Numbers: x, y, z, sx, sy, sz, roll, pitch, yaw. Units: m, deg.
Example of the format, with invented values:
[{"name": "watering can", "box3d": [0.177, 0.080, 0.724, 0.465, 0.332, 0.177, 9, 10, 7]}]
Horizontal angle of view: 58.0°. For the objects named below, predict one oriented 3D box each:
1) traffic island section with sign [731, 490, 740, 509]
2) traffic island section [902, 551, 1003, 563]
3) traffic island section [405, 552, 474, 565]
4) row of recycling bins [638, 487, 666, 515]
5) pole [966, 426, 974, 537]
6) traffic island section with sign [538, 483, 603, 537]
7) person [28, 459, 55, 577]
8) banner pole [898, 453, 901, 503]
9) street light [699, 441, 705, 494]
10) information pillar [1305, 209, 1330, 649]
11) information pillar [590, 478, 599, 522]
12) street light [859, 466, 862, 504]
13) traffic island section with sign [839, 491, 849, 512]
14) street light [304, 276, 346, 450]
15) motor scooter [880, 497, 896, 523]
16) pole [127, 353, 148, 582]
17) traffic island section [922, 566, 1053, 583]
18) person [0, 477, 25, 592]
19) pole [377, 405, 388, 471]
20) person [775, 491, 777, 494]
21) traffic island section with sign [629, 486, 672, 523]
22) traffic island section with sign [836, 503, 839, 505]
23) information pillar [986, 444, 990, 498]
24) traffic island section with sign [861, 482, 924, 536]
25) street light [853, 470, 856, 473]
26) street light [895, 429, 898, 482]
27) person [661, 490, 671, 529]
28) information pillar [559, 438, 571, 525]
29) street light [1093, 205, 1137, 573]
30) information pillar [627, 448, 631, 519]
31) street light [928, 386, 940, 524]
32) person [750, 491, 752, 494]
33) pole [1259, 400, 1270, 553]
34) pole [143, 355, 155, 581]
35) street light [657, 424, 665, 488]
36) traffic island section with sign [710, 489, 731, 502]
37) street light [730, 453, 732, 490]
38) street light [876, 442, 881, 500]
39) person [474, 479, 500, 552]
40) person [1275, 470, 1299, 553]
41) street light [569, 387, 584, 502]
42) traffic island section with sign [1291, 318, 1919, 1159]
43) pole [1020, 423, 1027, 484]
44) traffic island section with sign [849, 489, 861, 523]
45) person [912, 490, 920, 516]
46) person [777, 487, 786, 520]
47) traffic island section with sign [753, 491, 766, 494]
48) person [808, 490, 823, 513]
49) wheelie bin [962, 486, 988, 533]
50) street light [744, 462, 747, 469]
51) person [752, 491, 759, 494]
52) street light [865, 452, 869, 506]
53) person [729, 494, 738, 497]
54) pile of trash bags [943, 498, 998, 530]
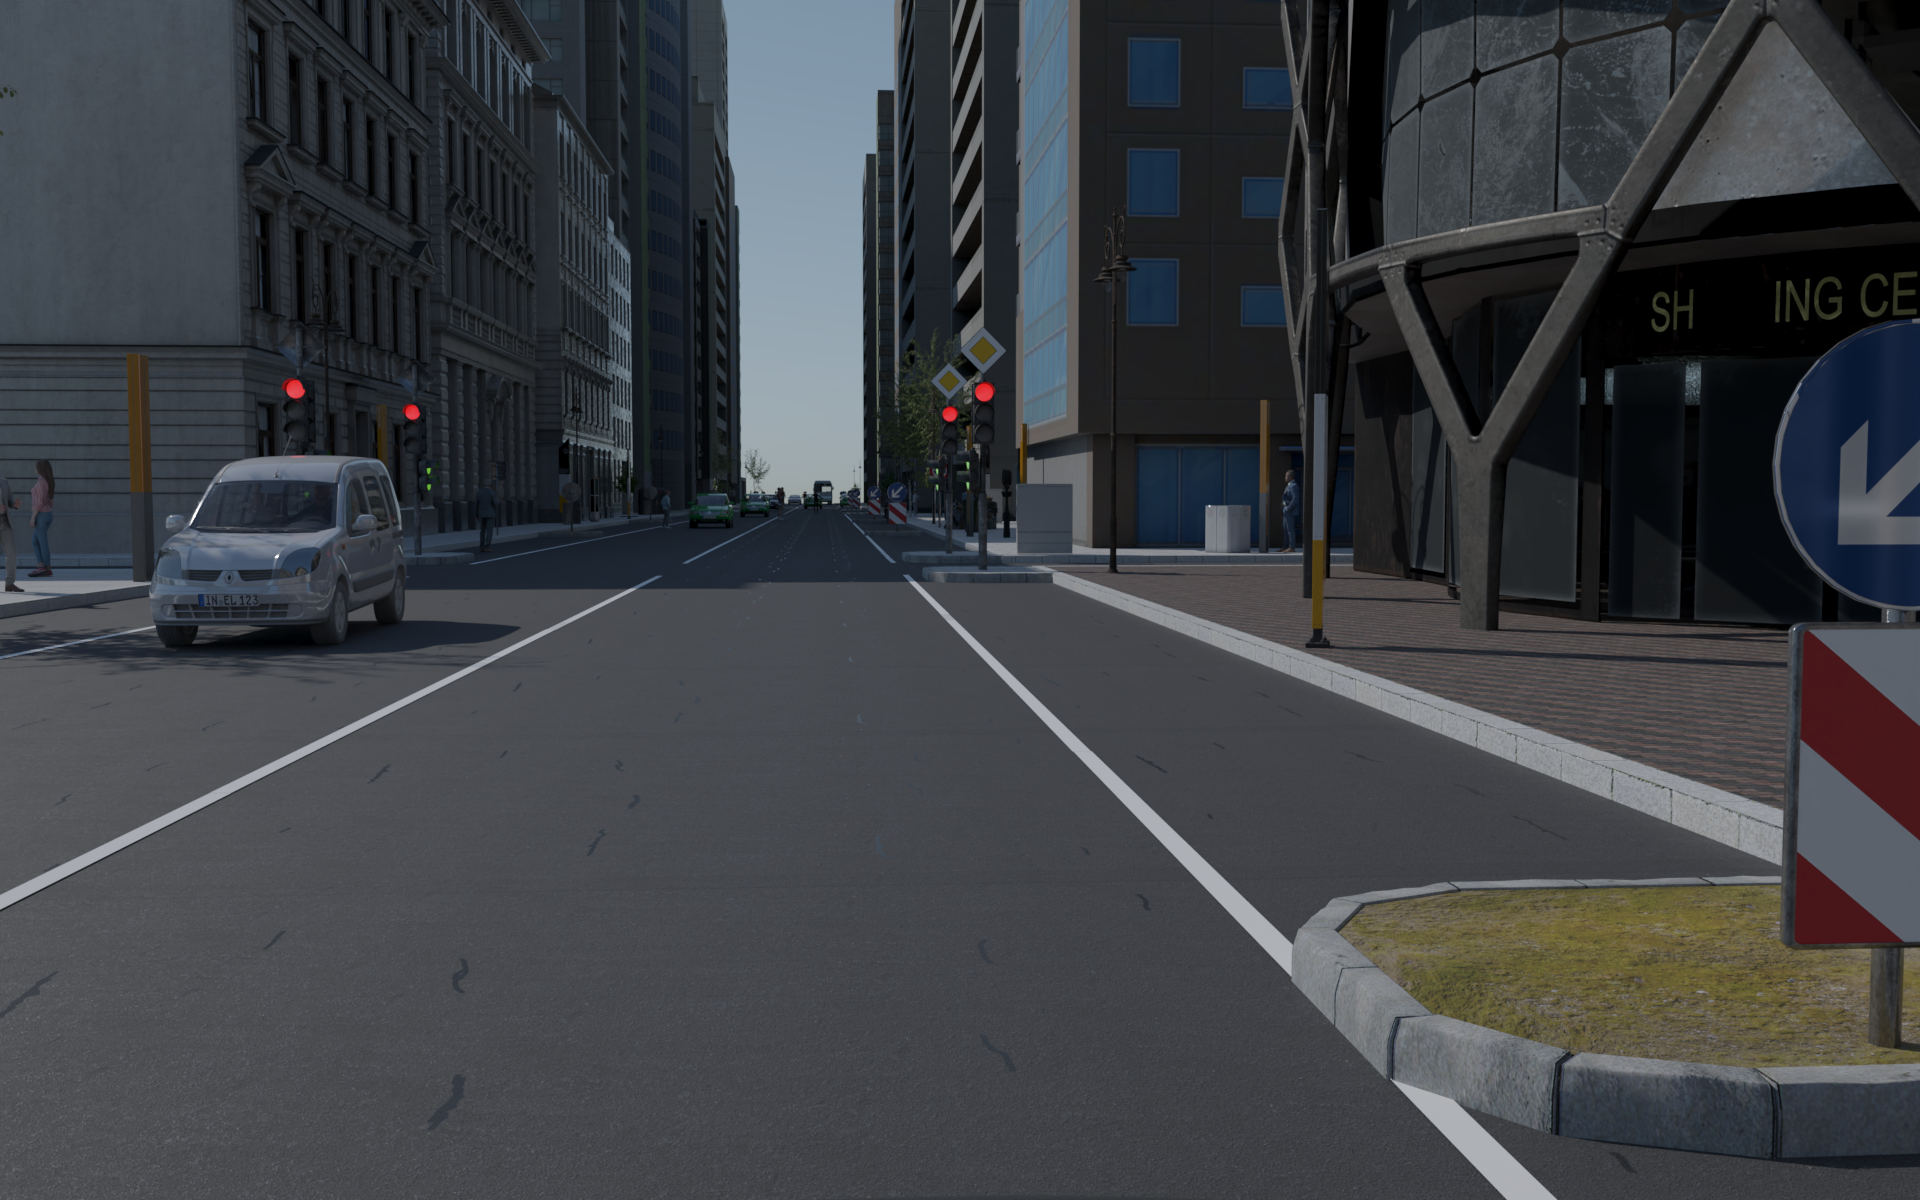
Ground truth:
[{"name": "traffic island section with sign", "box3d": [-21.325, -9.444, 163.044, 1.989, 1.847, 2.006, 0, 4, -4]}, {"name": "traffic island section", "box3d": [-0.214, -0.920, 37.317, 2.009, 0.180, 2.903, 0, 4, -4]}, {"name": "traffic island section", "box3d": [-11.422, -0.867, 36.448, 2.009, 0.180, 2.903, 0, 4, -4]}, {"name": "row of recycling bins", "box3d": [-19.206, -6.161, 107.839, 1.069, 1.692, 3.534, 1, 4, 9]}, {"name": "pole", "box3d": [0.301, -3.558, 52.009, 0.158, 3.312, 0.155, 0, 3, 0]}, {"name": "traffic island section with sign", "box3d": [-13.179, -3.067, 58.767, 1.989, 1.847, 2.006, 0, 4, -4]}, {"name": "person", "box3d": [-14.217, -1.271, 26.830, 0.388, 1.821, 0.555, -1, 4, -16]}, {"name": "banner pole", "box3d": [-3.634, -6.921, 103.176, 0.401, 3.779, 0.863, -1, 4, -13]}, {"name": "street light", "box3d": [-22.412, -10.855, 150.268, 0.468, 5.910, 1.993, 0, 4, -4]}, {"name": "information pillar", "box3d": [3.028, -1.417, 14.529, 0.183, 3.616, 0.504, 1, 4, 15]}, {"name": "information pillar", "box3d": [-16.880, -4.617, 79.981, 0.304, 2.012, 0.304, 2, 4, 28]}, {"name": "street light", "box3d": [-13.411, -15.894, 232.650, 0.468, 5.910, 1.993, 0, 4, -4]}, {"name": "traffic island section with sign", "box3d": [-8.309, -7.825, 136.566, 1.989, 1.847, 2.006, 0, 4, -4]}, {"name": "street light", "box3d": [-13.459, -3.919, 36.862, 0.468, 5.910, 1.993, 0, 4, -4]}, {"name": "motor scooter", "box3d": [-3.473, -4.387, 84.500, 0.815, 1.314, 1.986, 0, 4, -3]}, {"name": "pole", "box3d": [-12.013, -1.921, 25.250, 0.158, 3.312, 0.155, 0, 3, 0]}, {"name": "traffic island section", "box3d": [0.408, -0.433, 29.356, 2.009, 0.180, 2.903, 0, 4, -4]}, {"name": "person", "box3d": [-12.520, -0.998, 22.558, 0.583, 1.804, 0.606, 1, 4, 21]}, {"name": "pole", "box3d": [-13.209, -2.802, 39.658, 0.158, 3.312, 0.155, 0, 3, 0]}, {"name": "person", "box3d": [-18.127, -9.817, 169.826, 1.217, 1.723, 0.721, 2, 4, 30]}, {"name": "traffic island section with sign", "box3d": [-15.274, -4.710, 85.641, 1.989, 1.847, 2.006, 0, 4, -4]}, {"name": "traffic island section with sign", "box3d": [-10.458, -9.498, 163.916, 1.989, 1.847, 2.006, 0, 4, -4]}, {"name": "information pillar", "box3d": [1.117, -4.964, 72.509, 0.183, 3.616, 0.504, 1, 4, 22]}, {"name": "traffic island section with sign", "box3d": [-2.302, -3.130, 59.807, 1.989, 1.847, 2.006, 0, 4, -4]}, {"name": "street light", "box3d": [-16.538, -18.225, 270.763, 0.468, 5.910, 1.993, 0, 4, -4]}, {"name": "street light", "box3d": [-4.074, -8.493, 111.643, 0.468, 5.910, 1.993, 0, 4, -4]}, {"name": "person", "box3d": [-12.182, -3.771, 71.959, 0.330, 1.601, 0.589, -2, 4, -34]}, {"name": "information pillar", "box3d": [-16.548, -4.966, 72.552, 0.504, 3.616, 0.183, 1, 4, 16]}, {"name": "street light", "box3d": [2.498, -3.382, 28.085, 0.468, 5.910, 1.993, 0, 4, -4]}, {"name": "information pillar", "box3d": [-17.032, -5.977, 89.070, 0.183, 3.616, 0.504, 0, 4, -4]}, {"name": "street light", "box3d": [-1.123, -6.192, 74.030, 0.468, 5.910, 1.993, 0, 4, -4]}, {"name": "person", "box3d": [-31.423, -15.562, 260.617, 0.705, 1.807, 1.348, 0, 4, 6]}, {"name": "pole", "box3d": [6.630, -2.682, 37.693, 0.158, 3.312, 0.155, 0, 3, 0]}, {"name": "pole", "box3d": [-12.012, -1.935, 25.483, 0.158, 3.312, 0.155, 0, 3, 0]}, {"name": "street light", "box3d": [-19.447, -8.565, 112.832, 0.468, 5.910, 1.993, 0, 4, -4]}, {"name": "traffic island section with sign", "box3d": [-19.157, -7.743, 135.219, 1.989, 1.847, 2.006, 0, 4, -4]}, {"name": "street light", "box3d": [-25.930, -13.647, 195.912, 0.468, 5.910, 1.993, 0, 4, -4]}, {"name": "street light", "box3d": [-7.052, -10.869, 150.495, 0.468, 5.910, 1.993, 0, 4, -4]}, {"name": "person", "box3d": [-11.688, -2.095, 42.934, 0.661, 1.801, 0.590, 1, 4, 12]}, {"name": "person", "box3d": [7.219, -1.938, 37.906, 0.419, 1.800, 0.721, 0, 4, -7]}, {"name": "street light", "box3d": [-16.490, -6.227, 74.592, 0.468, 5.910, 1.993, 0, 4, -4]}, {"name": "traffic island section with sign", "box3d": [2.000, 0.240, 4.699, 1.989, 1.847, 2.006, 0, 4, -4]}, {"name": "pole", "box3d": [1.840, -3.438, 50.047, 0.158, 3.312, 0.155, 0, 3, 0]}, {"name": "traffic island section with sign", "box3d": [-4.430, -4.793, 86.995, 1.989, 1.847, 2.006, 0, 4, -4]}, {"name": "person", "box3d": [-2.626, -5.743, 102.537, 0.503, 1.515, 0.523, 1, 4, 22]}, {"name": "person", "box3d": [-10.001, -5.393, 96.649, 0.580, 1.828, 0.573, 1, 4, 22]}, {"name": "traffic island section with sign", "box3d": [-25.557, -12.754, 217.156, 1.989, 1.847, 2.006, 0, 4, -4]}, {"name": "person", "box3d": [-11.146, -7.653, 134.143, 1.217, 1.766, 0.721, -1, 4, -15]}, {"name": "wheelie bin", "box3d": [0.465, -3.064, 57.997, 0.693, 1.594, 0.980, 2, 4, 31]}, {"name": "street light", "box3d": [-28.840, -15.941, 233.430, 0.468, 5.910, 1.993, 0, 4, -4]}, {"name": "person", "box3d": [-19.619, -9.628, 166.716, 0.742, 1.727, 0.445, 0, 4, -5]}, {"name": "street light", "box3d": [-10.072, -13.178, 188.248, 0.468, 5.910, 1.993, 0, 4, -4]}, {"name": "person", "box3d": [-28.386, -12.864, 217.084, 1.217, 1.735, 0.721, 0, 4, -3]}, {"name": "pile of trash bags", "box3d": [0.428, -3.238, 62.687, 1.912, 1.369, 3.447, 0, 4, -4]}]
